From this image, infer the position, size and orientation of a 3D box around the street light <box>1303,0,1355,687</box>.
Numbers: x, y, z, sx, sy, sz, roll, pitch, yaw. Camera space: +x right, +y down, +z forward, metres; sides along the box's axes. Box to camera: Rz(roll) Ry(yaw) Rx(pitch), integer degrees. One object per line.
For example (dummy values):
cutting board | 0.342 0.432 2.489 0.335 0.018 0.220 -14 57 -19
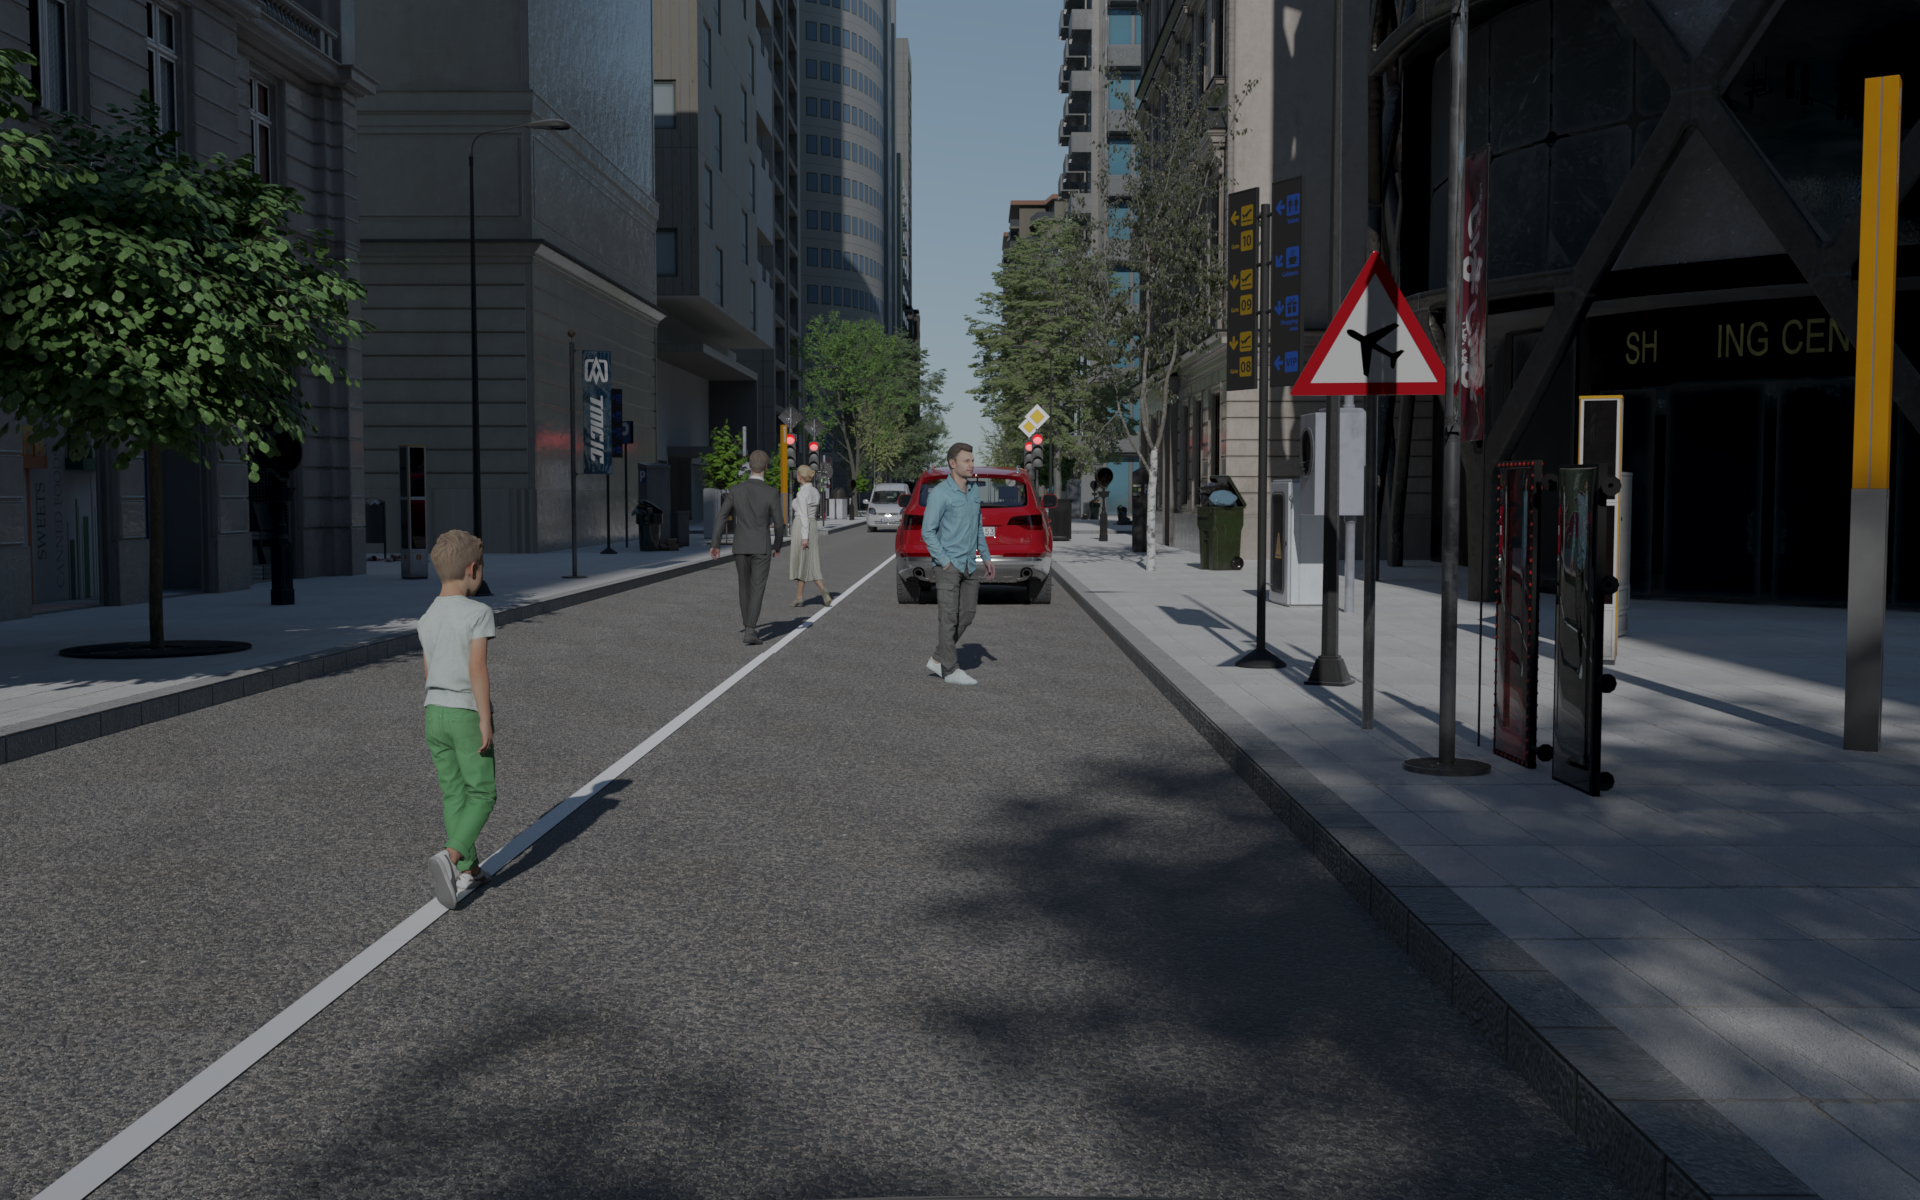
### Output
street light | 1.955 -2.385 11.533 1.470 5.913 1.316 0 4 0

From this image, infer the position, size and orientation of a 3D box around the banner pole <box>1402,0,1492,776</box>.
banner pole | 2.208 -1.083 7.722 0.401 3.779 0.863 1 4 14

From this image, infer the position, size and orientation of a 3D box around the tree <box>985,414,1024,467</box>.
tree | 4.177 -10.950 129.393 4.360 8.622 3.978 0 3 0

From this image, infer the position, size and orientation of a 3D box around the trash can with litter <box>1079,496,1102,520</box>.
trash can with litter | 6.530 -4.613 86.804 1.055 1.170 0.624 -1 4 -12

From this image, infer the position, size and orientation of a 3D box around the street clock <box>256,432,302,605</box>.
street clock | -7.845 -0.944 20.006 0.358 2.002 0.471 2 4 28

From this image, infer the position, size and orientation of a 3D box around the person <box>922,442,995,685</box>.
person | -0.061 -0.289 13.249 0.620 1.820 0.660 2 4 35

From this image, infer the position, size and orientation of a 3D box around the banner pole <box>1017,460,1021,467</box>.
banner pole | 3.008 -6.029 88.594 0.401 3.779 0.863 -1 4 -17

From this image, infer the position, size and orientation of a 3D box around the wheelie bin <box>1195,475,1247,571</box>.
wheelie bin | 4.392 -1.302 29.203 0.693 1.594 0.980 -1 4 -22

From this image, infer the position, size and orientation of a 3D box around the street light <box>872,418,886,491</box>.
street light | -4.754 -8.123 105.356 1.470 5.913 1.316 0 4 0

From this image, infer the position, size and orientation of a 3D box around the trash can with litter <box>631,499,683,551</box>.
trash can with litter | -6.814 -1.687 38.975 1.055 1.170 0.624 -3 5 -43

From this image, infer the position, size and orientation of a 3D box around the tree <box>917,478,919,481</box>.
tree | -4.019 -16.476 253.098 4.285 4.588 4.351 0 3 0

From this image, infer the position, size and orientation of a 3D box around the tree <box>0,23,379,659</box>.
tree | -6.499 -1.850 13.960 4.285 4.588 4.351 0 3 0

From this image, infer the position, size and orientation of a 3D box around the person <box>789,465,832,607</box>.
person | -1.890 -0.802 21.845 0.641 1.798 0.478 3 4 38

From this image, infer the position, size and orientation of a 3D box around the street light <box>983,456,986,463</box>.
street light | 3.276 -12.092 170.252 1.470 5.913 1.316 0 4 0

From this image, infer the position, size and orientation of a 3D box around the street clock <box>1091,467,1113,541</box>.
street clock | 3.891 -2.588 46.892 0.471 2.002 0.358 -1 4 -16

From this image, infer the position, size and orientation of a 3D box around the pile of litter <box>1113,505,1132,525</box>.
pile of litter | 6.978 -3.560 72.172 1.176 0.858 1.719 0 4 3

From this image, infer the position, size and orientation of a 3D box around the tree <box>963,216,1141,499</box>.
tree | 3.617 -9.383 71.533 7.486 12.596 7.792 0 3 0

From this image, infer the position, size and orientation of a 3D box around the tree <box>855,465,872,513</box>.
tree | -6.782 -7.508 117.358 1.663 3.219 1.824 0 3 0

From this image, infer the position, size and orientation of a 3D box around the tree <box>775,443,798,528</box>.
tree | -6.891 -4.343 65.605 1.663 3.219 1.824 0 3 0

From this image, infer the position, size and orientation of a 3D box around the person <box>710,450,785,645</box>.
person | -1.982 -0.511 16.625 0.659 1.850 0.755 1 4 11

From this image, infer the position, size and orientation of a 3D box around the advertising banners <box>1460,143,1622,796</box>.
advertising banners | 2.661 -0.735 8.199 0.090 3.025 2.074 0 4 -2

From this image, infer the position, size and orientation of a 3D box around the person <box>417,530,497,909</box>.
person | -1.779 0.406 6.117 0.306 1.304 0.590 0 4 4

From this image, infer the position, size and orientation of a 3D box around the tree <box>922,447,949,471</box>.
tree | -4.980 -22.158 296.686 8.767 10.594 7.601 -2 4 -24

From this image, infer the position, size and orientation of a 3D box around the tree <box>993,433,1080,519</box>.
tree | 4.169 -5.992 81.677 4.285 4.588 4.351 0 3 0

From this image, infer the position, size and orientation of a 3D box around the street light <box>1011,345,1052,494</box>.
street light | 2.289 -4.990 54.133 1.470 5.913 1.316 0 4 0

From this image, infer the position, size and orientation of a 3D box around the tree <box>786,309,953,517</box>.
tree | -5.910 -10.473 96.985 9.928 11.665 9.643 0 3 0

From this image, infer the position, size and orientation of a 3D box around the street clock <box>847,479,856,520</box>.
street clock | -5.312 -4.918 84.985 0.358 2.002 0.471 3 4 37

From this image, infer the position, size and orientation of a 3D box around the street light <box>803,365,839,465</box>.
street light | -5.083 -5.512 62.660 1.470 5.913 1.316 0 4 0

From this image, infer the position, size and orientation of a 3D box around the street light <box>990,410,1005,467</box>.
street light | 2.529 -7.470 94.675 1.470 5.913 1.316 0 4 0

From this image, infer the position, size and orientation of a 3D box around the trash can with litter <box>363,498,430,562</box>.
trash can with litter | -10.864 -1.339 32.955 2.233 1.210 1.678 0 4 8

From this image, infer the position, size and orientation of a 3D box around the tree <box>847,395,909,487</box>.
tree | -5.785 -10.518 122.334 4.737 8.622 4.395 0 3 0

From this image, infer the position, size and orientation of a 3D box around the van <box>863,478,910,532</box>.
van | -2.652 -3.606 65.972 2.013 2.044 4.112 0 4 0

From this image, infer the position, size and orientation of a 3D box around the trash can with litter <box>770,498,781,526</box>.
trash can with litter | -7.462 -3.515 68.525 1.678 1.210 2.233 1 4 16

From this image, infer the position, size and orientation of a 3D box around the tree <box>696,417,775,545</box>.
tree | -5.808 -3.017 43.934 1.663 3.219 1.824 0 3 0

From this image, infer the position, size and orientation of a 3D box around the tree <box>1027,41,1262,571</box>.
tree | 3.180 -4.806 28.940 4.360 8.622 3.978 0 3 0

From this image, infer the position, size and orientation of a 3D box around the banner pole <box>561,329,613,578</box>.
banner pole | -5.701 -2.233 26.519 0.863 3.779 0.401 -2 4 -32

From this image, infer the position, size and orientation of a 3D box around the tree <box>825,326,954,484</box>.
tree | -5.592 -13.695 130.566 9.857 13.997 8.962 0 3 0

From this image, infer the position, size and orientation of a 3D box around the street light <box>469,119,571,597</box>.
street light | -5.524 -3.002 21.627 1.470 5.913 1.316 0 4 0

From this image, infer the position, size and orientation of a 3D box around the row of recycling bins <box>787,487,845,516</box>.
row of recycling bins | -8.419 -5.720 100.641 3.534 1.692 1.069 -1 4 -10

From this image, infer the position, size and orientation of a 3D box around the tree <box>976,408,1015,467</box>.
tree | 3.634 -11.758 142.610 4.737 8.622 4.395 0 3 0

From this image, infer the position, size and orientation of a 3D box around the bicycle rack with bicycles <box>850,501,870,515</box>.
bicycle rack with bicycles | -6.471 -5.815 108.459 2.852 0.926 2.925 1 4 11

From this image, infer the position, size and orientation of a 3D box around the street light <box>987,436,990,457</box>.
street light | 2.995 -10.075 137.275 1.470 5.913 1.316 0 4 0

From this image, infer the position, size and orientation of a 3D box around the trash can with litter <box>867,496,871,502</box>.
trash can with litter | -6.797 -7.712 137.471 1.055 1.170 0.624 -1 4 -18
